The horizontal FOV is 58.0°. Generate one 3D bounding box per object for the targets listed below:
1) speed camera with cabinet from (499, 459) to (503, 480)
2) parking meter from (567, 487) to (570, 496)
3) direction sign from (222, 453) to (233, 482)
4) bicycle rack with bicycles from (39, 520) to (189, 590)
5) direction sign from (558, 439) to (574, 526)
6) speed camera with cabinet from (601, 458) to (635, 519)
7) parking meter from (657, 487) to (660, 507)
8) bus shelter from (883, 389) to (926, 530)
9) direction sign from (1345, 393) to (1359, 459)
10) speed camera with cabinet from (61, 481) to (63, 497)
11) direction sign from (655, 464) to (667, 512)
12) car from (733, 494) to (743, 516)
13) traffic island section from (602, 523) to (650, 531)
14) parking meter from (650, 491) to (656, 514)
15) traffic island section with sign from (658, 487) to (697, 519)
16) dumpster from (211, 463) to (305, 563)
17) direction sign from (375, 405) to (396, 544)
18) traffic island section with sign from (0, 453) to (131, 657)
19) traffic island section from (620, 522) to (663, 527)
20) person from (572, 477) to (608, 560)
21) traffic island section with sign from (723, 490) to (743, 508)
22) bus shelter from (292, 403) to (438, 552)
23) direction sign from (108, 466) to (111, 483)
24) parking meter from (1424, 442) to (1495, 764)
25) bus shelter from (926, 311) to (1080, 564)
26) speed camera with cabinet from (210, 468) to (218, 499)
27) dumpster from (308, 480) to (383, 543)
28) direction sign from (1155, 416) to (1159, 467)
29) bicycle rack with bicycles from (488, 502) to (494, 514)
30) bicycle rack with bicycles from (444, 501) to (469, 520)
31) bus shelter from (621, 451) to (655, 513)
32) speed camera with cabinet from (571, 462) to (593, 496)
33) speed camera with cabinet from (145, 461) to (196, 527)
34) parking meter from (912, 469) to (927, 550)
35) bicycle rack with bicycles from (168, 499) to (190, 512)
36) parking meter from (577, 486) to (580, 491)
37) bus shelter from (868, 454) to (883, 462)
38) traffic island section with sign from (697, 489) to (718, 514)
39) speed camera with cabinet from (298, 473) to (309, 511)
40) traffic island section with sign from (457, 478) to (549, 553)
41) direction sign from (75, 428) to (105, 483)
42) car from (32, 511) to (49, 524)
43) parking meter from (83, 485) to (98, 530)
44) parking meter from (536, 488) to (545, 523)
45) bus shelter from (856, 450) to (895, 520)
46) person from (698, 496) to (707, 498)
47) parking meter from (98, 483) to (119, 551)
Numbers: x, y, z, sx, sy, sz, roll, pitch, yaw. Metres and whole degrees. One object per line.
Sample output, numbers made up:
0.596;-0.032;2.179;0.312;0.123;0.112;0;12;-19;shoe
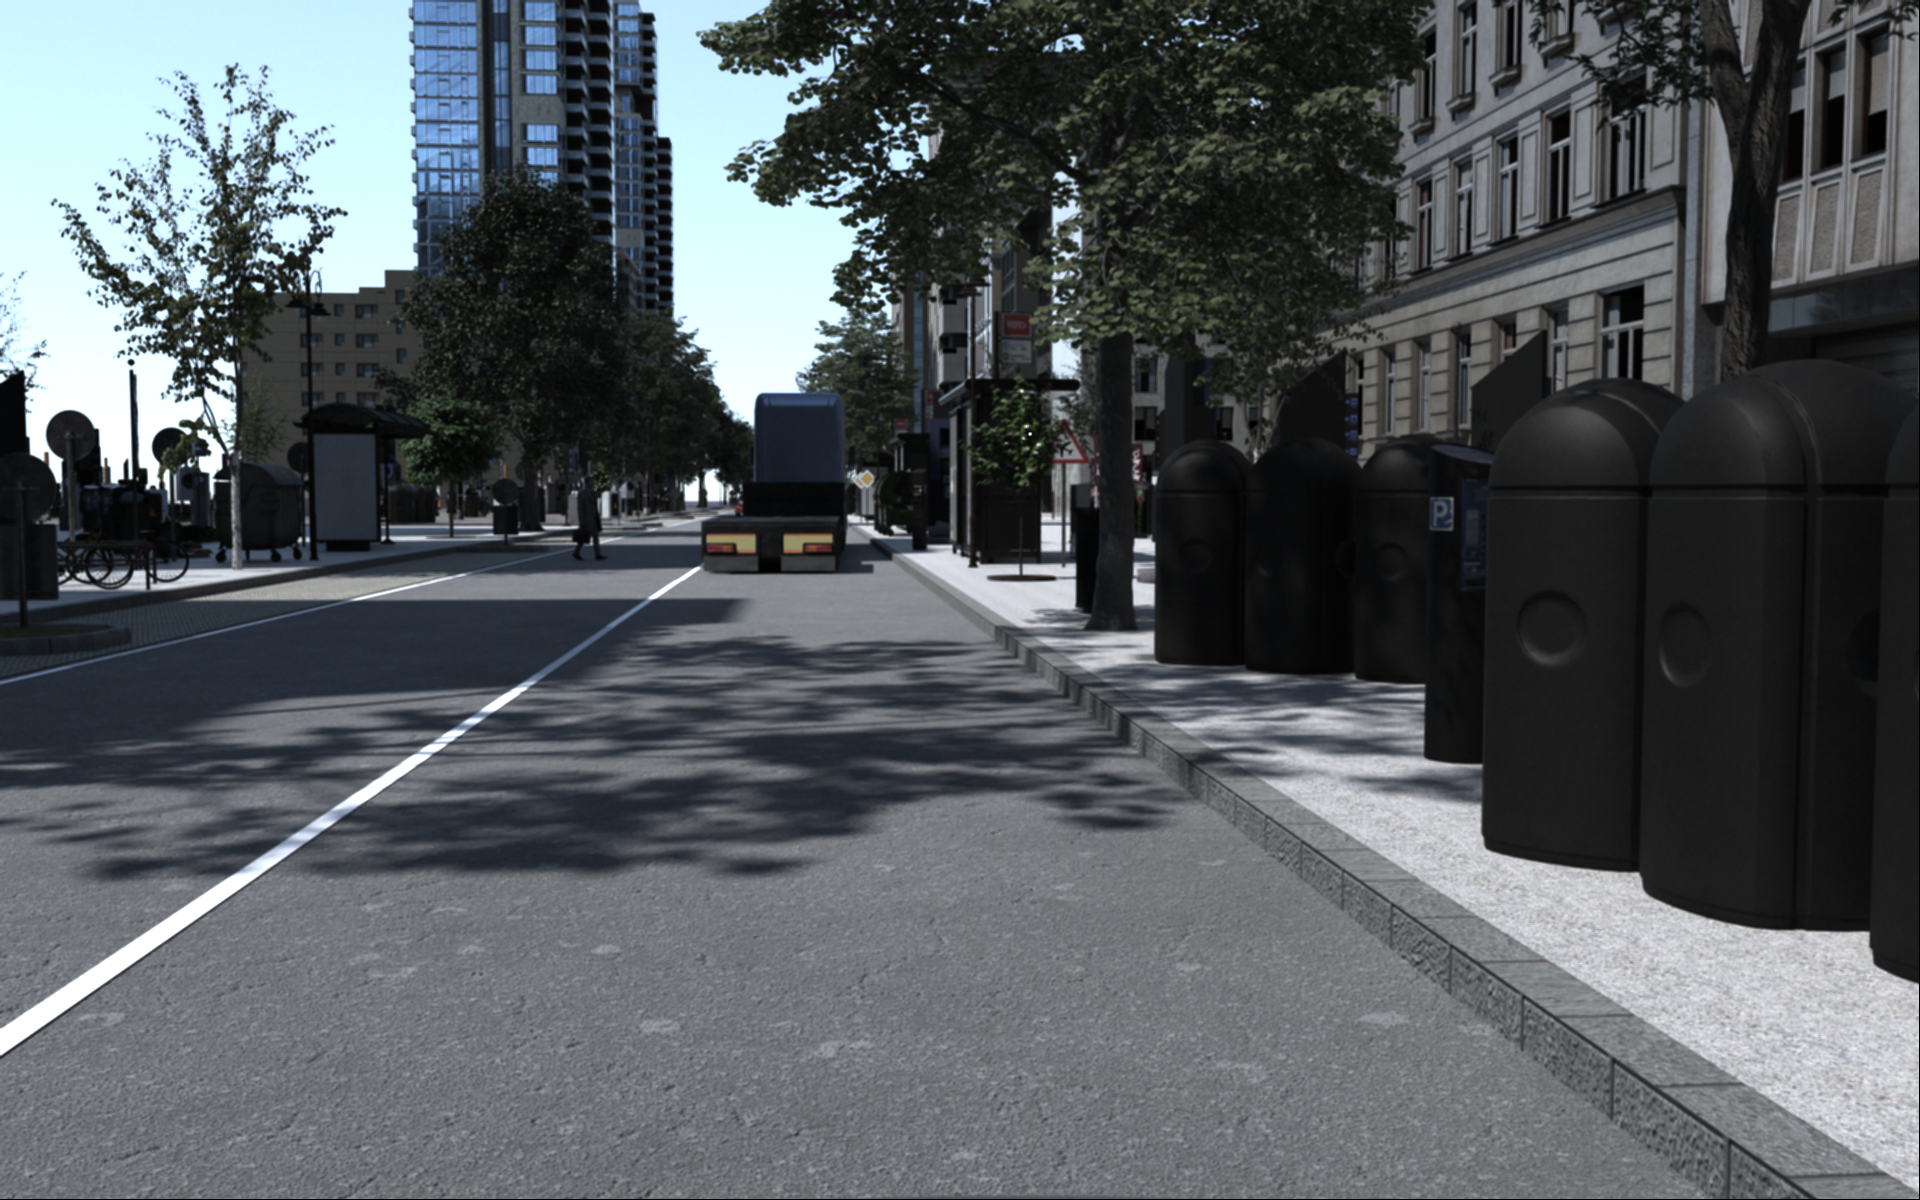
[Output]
-25.690;-6.329;97.808;0.660;3.252;2.038;-1;4;-13;speed camera with cabinet
-32.314;-8.369;142.544;0.399;1.863;0.255;3;5;45;parking meter
-40.849;-6.414;96.870;0.379;3.537;0.876;2;4;31;direction sign
-12.215;-0.632;23.714;2.925;0.926;2.852;-1;4;-21;bicycle rack with bicycles
-15.718;-4.716;69.112;0.876;3.537;0.379;3;4;36;direction sign
-18.081;-5.951;91.634;0.660;3.252;2.038;2;4;30;speed camera with cabinet
-25.722;-8.709;148.096;0.255;1.863;0.399;0;4;1;parking meter
-1.462;-5.273;63.849;2.179;5.291;8.768;0;4;-5;bus shelter
8.536;-2.877;39.035;0.876;3.537;0.379;2;4;29;direction sign
-60.054;-7.534;117.523;0.660;3.252;2.038;1;4;12;speed camera with cabinet
-21.574;-8.126;124.861;0.876;3.537;0.379;0;4;6;direction sign
-13.842;-6.418;113.973;2.155;1.783;4.494;0;4;-5;car
-13.558;-2.842;68.752;2.009;0.180;2.903;0;4;-5;traffic island section
-19.714;-6.212;109.970;0.372;1.533;0.369;0;3;0;parking meter
-16.279;-5.546;99.307;1.989;1.847;2.006;0;4;-5;traffic island section with sign
-13.408;-1.672;33.099;1.264;1.857;1.865;0;4;-5;dumpster
-14.688;-3.201;44.339;0.379;3.537;0.876;1;4;12;direction sign
-8.900;-0.452;16.025;1.989;1.847;2.006;0;4;-5;traffic island section with sign
-14.262;-3.329;76.707;2.009;0.180;2.903;0;4;-5;traffic island section
-8.045;-1.775;37.620;0.767;1.812;0.694;2;4;24;person
-23.100;-10.260;176.378;1.989;1.847;2.006;0;4;-5;traffic island section with sign
-13.989;-2.888;41.138;2.014;3.302;5.546;0;4;-5;bus shelter
-69.864;-9.146;141.537;0.876;3.537;0.379;-1;4;-22;direction sign
2.443;0.003;8.357;0.372;1.533;0.369;0;3;0;parking meter
0.767;-3.554;35.737;2.179;5.291;8.768;0;4;-5;bus shelter
-55.596;-8.197;128.353;0.660;3.252;2.038;3;5;41;speed camera with cabinet
-16.253;-2.650;45.820;1.502;2.255;1.985;0;4;-5;dumpster
6.062;-3.546;49.982;0.876;3.537;0.379;0;4;1;direction sign
-30.943;-6.086;112.889;2.852;0.926;2.925;2;4;33;bicycle rack with bicycles
-25.665;-4.444;86.046;2.852;0.926;2.925;0;4;-6;bicycle rack with bicycles
-23.014;-8.873;122.699;2.179;5.291;8.768;0;4;-5;bus shelter
-20.473;-6.087;93.852;0.660;3.252;2.038;-2;4;-31;speed camera with cabinet
-26.673;-3.908;58.234;2.038;3.252;0.660;-3;5;-39;speed camera with cabinet
-0.926;-2.079;39.711;0.255;1.863;0.399;1;4;15;parking meter
-38.739;-4.217;82.336;2.852;0.926;2.925;1;4;19;bicycle rack with bicycles
-28.930;-7.708;131.743;0.399;1.863;0.255;-3;5;-45;parking meter
-3.611;-6.834;89.360;2.179;5.291;8.768;0;4;-5;bus shelter
-18.658;-7.188;126.158;1.989;1.847;2.006;0;4;-5;traffic island section with sign
-34.356;-5.833;89.699;2.038;3.252;0.660;0;4;1;speed camera with cabinet
-11.269;-2.095;42.876;1.989;1.847;2.006;0;4;-5;traffic island section with sign
-30.132;-4.151;59.862;0.876;3.537;0.379;0;4;4;direction sign
-39.874;-3.760;70.143;5.304;1.827;2.281;0;4;-6;car
-23.250;-2.323;46.391;0.372;1.533;0.369;0;3;0;parking meter
-18.836;-4.247;77.849;0.372;1.533;0.369;0;3;0;parking meter
-3.891;-5.389;82.027;2.014;3.302;5.546;0;4;-5;bus shelter
-34.062;-13.451;229.152;1.217;1.736;0.721;-1;4;-9;person
-19.265;-1.890;39.316;0.372;1.533;0.369;0;3;0;parking meter
